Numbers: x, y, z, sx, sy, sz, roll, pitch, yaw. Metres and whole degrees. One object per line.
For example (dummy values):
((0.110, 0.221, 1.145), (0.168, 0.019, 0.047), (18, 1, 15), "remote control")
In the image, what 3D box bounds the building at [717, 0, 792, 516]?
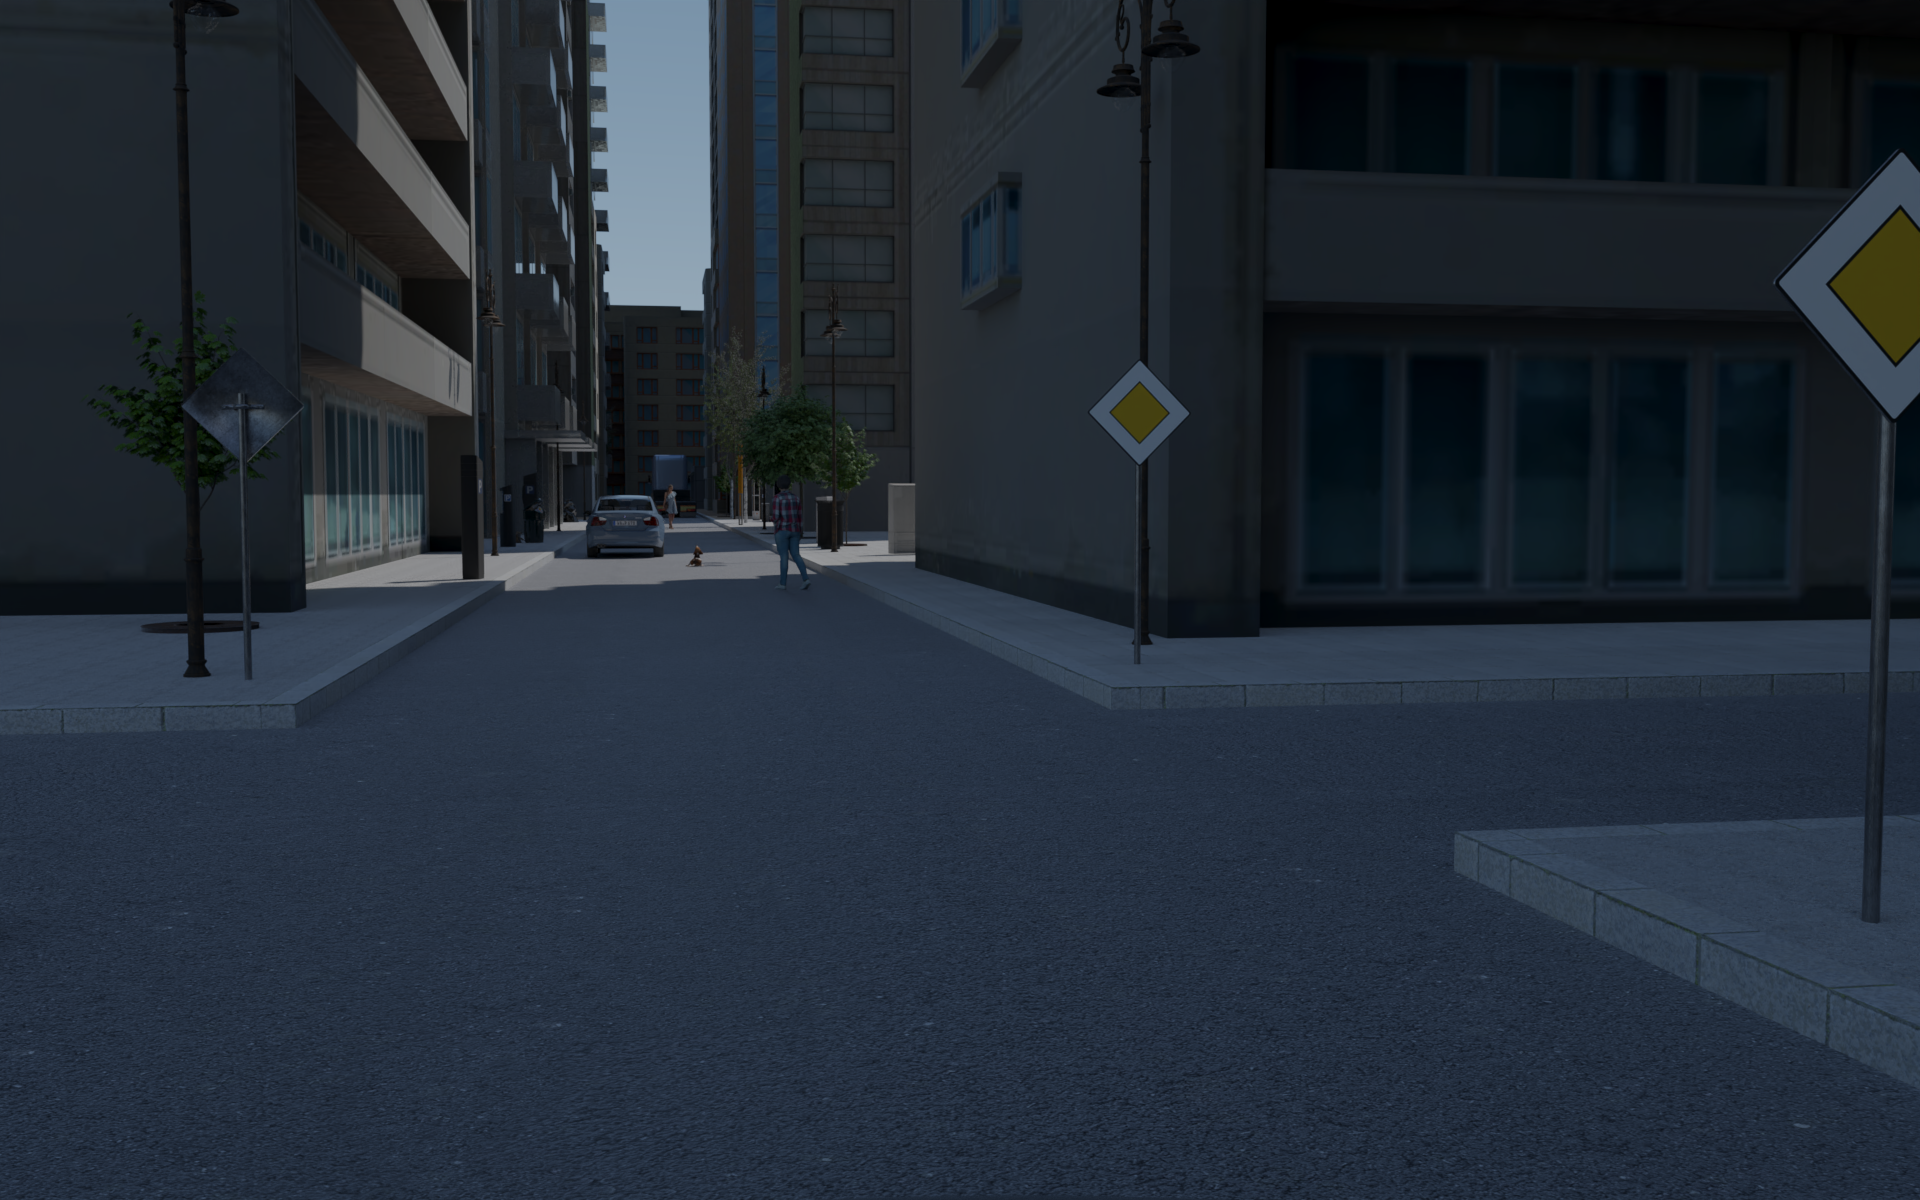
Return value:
((-7.658, -27.916, 106.543), (14.600, 45.320, 14.200), (-1, 4, -10), "building")

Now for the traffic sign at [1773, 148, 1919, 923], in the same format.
((2.731, -0.091, 5.135), (0.795, 2.450, 0.064), (-1, 4, -10), "traffic sign")

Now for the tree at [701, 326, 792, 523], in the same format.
((-9.297, -7.735, 76.832), (4.360, 8.622, 3.978), (0, 3, 0), "tree")

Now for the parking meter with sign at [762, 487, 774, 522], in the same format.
((-8.324, -5.135, 80.226), (1.738, 3.016, 0.543), (0, 4, -4), "parking meter with sign")

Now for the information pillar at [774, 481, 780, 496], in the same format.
((-6.636, -3.607, 63.460), (0.304, 2.012, 0.304), (1, 4, 14), "information pillar")

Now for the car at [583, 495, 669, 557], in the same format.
((-7.833, -1.750, 40.618), (2.014, 1.417, 4.499), (-1, 4, -10), "car")

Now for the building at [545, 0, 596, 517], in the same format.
((-26.932, -19.583, 91.885), (14.160, 30.474, 14.107), (-1, 4, -10), "building")

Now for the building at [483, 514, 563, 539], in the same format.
((-25.074, -26.887, 59.203), (23.786, 49.044, 30.456), (-1, 4, -10), "building")

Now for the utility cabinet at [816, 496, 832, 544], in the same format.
((-3.541, -2.092, 45.363), (0.306, 1.237, 1.020), (0, 4, 6), "utility cabinet")

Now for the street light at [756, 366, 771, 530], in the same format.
((-7.076, -5.485, 62.473), (0.468, 5.910, 1.993), (-1, 4, -10), "street light")

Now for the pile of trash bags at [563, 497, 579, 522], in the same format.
((-18.551, -4.248, 79.213), (1.912, 1.369, 3.447), (-1, 4, -19), "pile of trash bags")

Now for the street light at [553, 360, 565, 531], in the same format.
((-13.869, -5.316, 59.698), (0.468, 5.910, 1.993), (-1, 4, -10), "street light")

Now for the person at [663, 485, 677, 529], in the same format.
((-11.791, -3.777, 70.344), (0.616, 1.811, 0.778), (-2, 4, -24), "person")

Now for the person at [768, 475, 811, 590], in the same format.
((-2.576, -1.017, 25.964), (0.563, 1.720, 0.643), (-3, 5, -42), "person")

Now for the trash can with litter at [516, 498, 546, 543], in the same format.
((-11.403, -2.079, 45.382), (1.055, 1.170, 0.624), (0, 4, 0), "trash can with litter")

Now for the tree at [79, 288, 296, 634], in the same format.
((-7.058, -1.328, 16.319), (1.663, 3.219, 1.824), (0, 3, 0), "tree")

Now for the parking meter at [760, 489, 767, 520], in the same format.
((-9.826, -4.777, 86.511), (0.372, 1.533, 0.369), (0, 3, 0), "parking meter")

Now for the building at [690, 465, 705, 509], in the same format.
((-13.356, -43.635, 151.683), (20.563, 71.187, 20.611), (-1, 4, -10), "building")

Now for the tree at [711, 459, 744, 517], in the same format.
((-13.074, -6.218, 96.267), (1.663, 3.219, 1.824), (0, 3, 0), "tree")

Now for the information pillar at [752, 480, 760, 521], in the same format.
((-9.888, -4.861, 83.971), (0.304, 2.012, 0.304), (-1, 4, -22), "information pillar")

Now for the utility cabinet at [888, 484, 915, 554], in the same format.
((-0.931, -1.723, 36.852), (1.173, 1.500, 0.318), (-2, 4, -27), "utility cabinet")

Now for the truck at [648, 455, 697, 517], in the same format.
((-18.891, -7.581, 113.701), (2.967, 4.110, 18.799), (-1, 4, -11), "truck")

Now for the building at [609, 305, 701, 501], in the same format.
((-40.427, -20.544, 180.927), (28.899, 21.520, 27.650), (-1, 4, -10), "building")

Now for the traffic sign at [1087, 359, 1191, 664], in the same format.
((1.334, -0.572, 12.998), (0.795, 2.450, 0.064), (-1, 4, -10), "traffic sign")

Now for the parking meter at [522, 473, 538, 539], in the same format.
((-11.685, -2.532, 47.104), (0.399, 1.863, 0.255), (0, 4, -5), "parking meter")

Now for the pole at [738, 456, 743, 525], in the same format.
((-9.053, -4.745, 71.429), (0.158, 3.312, 0.155), (0, 3, 0), "pole")

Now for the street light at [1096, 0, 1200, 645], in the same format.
((1.555, -2.557, 14.603), (0.468, 5.910, 1.993), (-1, 4, -10), "street light")

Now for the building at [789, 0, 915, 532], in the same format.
((0.417, -23.368, 65.662), (14.154, 41.232, 14.086), (-1, 4, -10), "building")

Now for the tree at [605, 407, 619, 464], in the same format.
((-28.262, -11.209, 133.630), (4.360, 8.622, 3.978), (0, 3, 0), "tree")

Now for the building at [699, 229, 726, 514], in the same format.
((-4.851, -17.405, 129.611), (27.650, 21.520, 28.899), (-1, 4, -10), "building")

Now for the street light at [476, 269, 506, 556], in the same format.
((-9.640, -3.849, 35.716), (0.468, 5.910, 1.993), (-1, 4, -10), "street light")

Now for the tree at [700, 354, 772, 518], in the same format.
((-11.971, -8.666, 92.058), (4.737, 8.622, 4.395), (0, 3, 0), "tree")

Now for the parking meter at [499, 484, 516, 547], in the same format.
((-10.981, -2.057, 42.041), (0.372, 1.533, 0.369), (0, 3, 0), "parking meter")

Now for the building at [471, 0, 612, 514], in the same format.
((-45.215, -32.195, 145.994), (30.456, 49.044, 23.786), (-1, 4, -10), "building")

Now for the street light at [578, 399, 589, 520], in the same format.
((-18.246, -6.805, 84.047), (0.468, 5.910, 1.993), (-1, 4, -10), "street light")

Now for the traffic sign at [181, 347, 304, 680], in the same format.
((-4.916, -0.506, 11.912), (0.795, 2.450, 0.064), (-1, 4, -10), "traffic sign")

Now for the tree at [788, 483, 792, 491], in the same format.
((-8.346, -5.376, 82.505), (1.663, 3.219, 1.824), (0, 3, 0), "tree")

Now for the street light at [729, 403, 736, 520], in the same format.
((-11.300, -6.965, 86.671), (0.468, 5.910, 1.993), (-1, 4, -10), "street light")

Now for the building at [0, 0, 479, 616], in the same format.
((-19.551, -24.587, 25.702), (21.300, 48.544, 21.600), (-1, 4, -10), "building")

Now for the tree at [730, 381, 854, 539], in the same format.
((-4.695, -4.063, 50.151), (4.285, 4.588, 4.351), (0, 3, 0), "tree")

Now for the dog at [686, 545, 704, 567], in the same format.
((-5.312, -0.870, 34.413), (0.550, 0.427, 0.748), (3, 4, 36), "dog")

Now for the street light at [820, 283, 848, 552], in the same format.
((-2.776, -3.995, 38.100), (0.468, 5.910, 1.993), (-1, 4, -10), "street light")

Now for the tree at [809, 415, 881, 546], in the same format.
((-2.944, -2.948, 42.798), (1.663, 3.219, 1.824), (0, 3, 0), "tree")

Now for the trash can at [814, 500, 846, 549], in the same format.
((-3.017, -1.753, 40.315), (0.748, 1.137, 0.748), (0, 3, 0), "trash can")

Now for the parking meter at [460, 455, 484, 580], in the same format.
((-7.350, -1.248, 26.108), (0.255, 1.863, 0.399), (0, 4, -2), "parking meter")

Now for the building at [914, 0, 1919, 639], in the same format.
((10.319, -24.617, 26.190), (21.600, 48.544, 21.300), (-1, 4, -10), "building")

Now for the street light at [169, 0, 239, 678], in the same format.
((-5.368, -2.399, 12.007), (0.468, 5.910, 1.993), (-1, 4, -10), "street light")

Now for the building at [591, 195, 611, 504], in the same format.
((-37.383, -16.334, 112.106), (27.650, 21.520, 28.899), (-1, 4, -10), "building")
